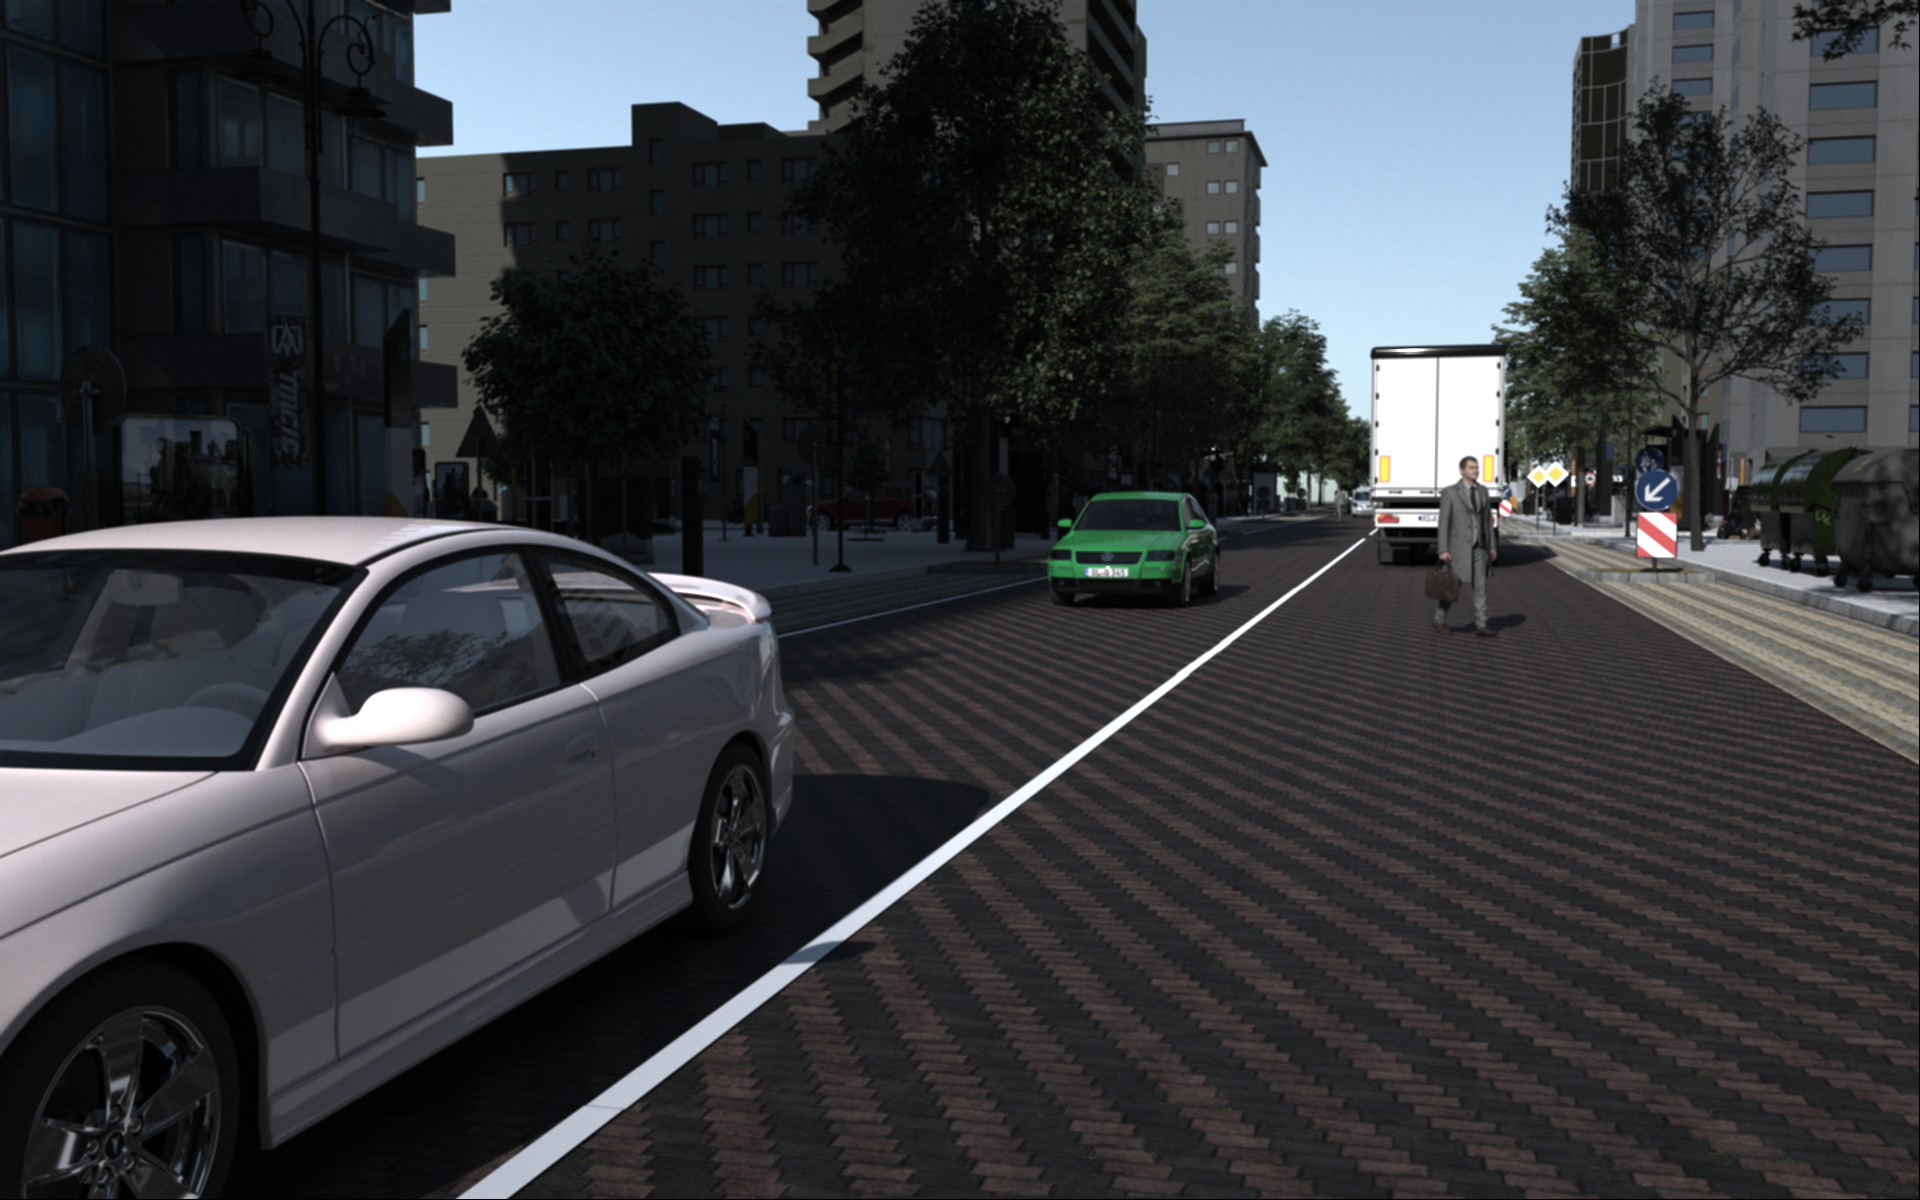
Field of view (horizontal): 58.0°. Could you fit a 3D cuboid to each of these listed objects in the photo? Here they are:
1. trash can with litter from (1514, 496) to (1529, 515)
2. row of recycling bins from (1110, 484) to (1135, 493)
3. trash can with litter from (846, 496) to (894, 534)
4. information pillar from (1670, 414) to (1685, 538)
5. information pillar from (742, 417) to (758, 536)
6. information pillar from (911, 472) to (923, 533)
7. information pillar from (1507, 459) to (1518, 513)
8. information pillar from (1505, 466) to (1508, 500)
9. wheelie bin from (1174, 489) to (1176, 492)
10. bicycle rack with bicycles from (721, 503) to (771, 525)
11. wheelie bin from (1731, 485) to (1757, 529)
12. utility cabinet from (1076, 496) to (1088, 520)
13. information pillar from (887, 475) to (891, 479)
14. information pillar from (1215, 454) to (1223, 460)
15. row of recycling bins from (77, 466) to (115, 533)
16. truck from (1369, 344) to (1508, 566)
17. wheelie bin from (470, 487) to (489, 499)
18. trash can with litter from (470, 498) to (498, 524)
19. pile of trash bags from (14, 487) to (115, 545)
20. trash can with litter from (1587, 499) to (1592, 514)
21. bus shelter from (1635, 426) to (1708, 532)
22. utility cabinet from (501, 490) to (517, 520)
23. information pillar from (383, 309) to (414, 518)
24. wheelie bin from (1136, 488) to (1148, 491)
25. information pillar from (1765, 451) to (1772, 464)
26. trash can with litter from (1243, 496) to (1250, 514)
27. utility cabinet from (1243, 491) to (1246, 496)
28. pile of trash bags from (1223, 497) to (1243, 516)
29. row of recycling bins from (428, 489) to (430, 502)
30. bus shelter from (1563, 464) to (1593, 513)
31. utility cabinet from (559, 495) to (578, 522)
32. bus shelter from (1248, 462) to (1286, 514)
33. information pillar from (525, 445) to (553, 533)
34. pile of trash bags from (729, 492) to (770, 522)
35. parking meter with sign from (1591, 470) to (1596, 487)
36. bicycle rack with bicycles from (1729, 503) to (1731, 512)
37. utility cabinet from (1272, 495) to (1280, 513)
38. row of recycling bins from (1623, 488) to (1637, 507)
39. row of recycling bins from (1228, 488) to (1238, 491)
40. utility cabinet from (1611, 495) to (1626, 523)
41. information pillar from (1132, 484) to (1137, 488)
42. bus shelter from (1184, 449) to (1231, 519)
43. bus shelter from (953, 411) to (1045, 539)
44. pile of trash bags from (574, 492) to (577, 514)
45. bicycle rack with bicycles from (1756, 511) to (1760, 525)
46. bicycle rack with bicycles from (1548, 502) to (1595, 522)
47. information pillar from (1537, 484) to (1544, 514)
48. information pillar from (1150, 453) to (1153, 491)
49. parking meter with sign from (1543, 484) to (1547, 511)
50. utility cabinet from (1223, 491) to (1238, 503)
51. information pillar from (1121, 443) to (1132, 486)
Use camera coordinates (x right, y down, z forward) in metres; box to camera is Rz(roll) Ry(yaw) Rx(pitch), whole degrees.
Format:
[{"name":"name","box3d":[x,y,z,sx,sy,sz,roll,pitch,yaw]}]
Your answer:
[{"name":"trash can with litter","box3d":[35.242,-5.930,108.345,1.055,1.170,0.624,0,4,1]},{"name":"row of recycling bins","box3d":[6.636,-3.874,70.445,1.069,1.692,3.534,0,4,3]},{"name":"trash can with litter","box3d":[-2.943,-2.773,56.398,1.678,1.210,2.233,-1,4,-12]},{"name":"information pillar","box3d":[20.914,-3.620,50.547,0.183,3.616,0.504,-1,4,-14]},{"name":"information pillar","box3d":[-6.367,-3.746,52.599,0.504,3.616,0.183,2,4,32]},{"name":"information pillar","box3d":[-1.434,-3.266,57.895,0.304,2.012,0.304,-1,4,-21]},{"name":"information pillar","box3d":[37.041,-7.610,115.780,0.504,3.616,0.183,-2,4,-25]},{"name":"information pillar","box3d":[39.161,-8.114,124.013,0.183,3.616,0.504,3,4,38]},{"name":"wheelie bin","box3d":[14.038,-6.529,114.652,0.980,1.594,0.693,-3,5,-45]},{"name":"bicycle rack with bicycles","box3d":[-8.860,-3.641,72.913,2.852,0.926,2.925,3,5,45]},{"name":"wheelie bin","box3d":[28.556,-3.362,62.878,0.980,1.594,0.693,0,4,-3]},{"name":"utility cabinet","box3d":[3.705,-2.550,52.852,0.306,1.237,1.020,1,4,8]},{"name":"information pillar","box3d":[-2.895,-3.833,67.165,0.304,2.012,0.304,-2,4,-30]},{"name":"information pillar","box3d":[14.369,-6.408,96.119,0.504,3.616,0.183,3,4,36]},{"name":"row of recycling bins","box3d":[-12.767,-1.203,26.787,1.069,1.692,3.534,-1,4,-13]},{"name":"truck","box3d":[10.609,-3.005,38.053,2.839,4.237,11.283,1,4,17]},{"name":"wheelie bin","box3d":[-22.559,-4.492,81.357,0.693,1.594,0.980,1,4,14]},{"name":"trash can with litter","box3d":[-11.654,-1.940,43.114,0.624,1.170,1.055,-3,4,-39]},{"name":"pile of trash bags","box3d":[-10.653,-0.761,22.201,1.912,1.369,3.447,1,4,13]},{"name":"trash can with litter","box3d":[40.327,-6.096,111.057,1.055,1.170,0.624,2,4,27]},{"name":"bus shelter","box3d":[25.475,-4.336,62.175,1.731,3.624,6.357,1,4,15]},{"name":"utility cabinet","box3d":[-21.915,-4.616,84.149,0.318,1.500,1.173,1,4,8]},{"name":"information pillar","box3d":[-7.038,-1.859,21.754,0.183,3.616,0.504,1,4,15]},{"name":"wheelie bin","box3d":[9.964,-5.343,95.262,0.980,1.594,0.693,1,4,17]},{"name":"information pillar","box3d":[43.793,-6.272,93.898,0.504,3.616,0.183,-3,4,-36]},{"name":"trash can with litter","box3d":[18.378,-6.175,112.347,0.624,1.170,1.055,2,4,29]},{"name":"utility cabinet","box3d":[18.917,-6.618,116.880,1.173,1.500,0.318,-2,4,-34]},{"name":"pile of trash bags","box3d":[14.865,-5.579,100.969,1.912,1.369,3.447,-3,5,-44]},{"name":"row of recycling bins","box3d":[-43.178,-8.404,144.525,1.069,1.692,3.534,3,4,39]},{"name":"bus shelter","box3d":[41.612,-7.561,117.543,2.014,3.302,5.546,1,4,15]},{"name":"utility cabinet","box3d":[-17.478,-4.061,77.553,1.020,1.237,0.306,3,4,36]},{"name":"bus shelter","box3d":[19.912,-7.248,112.425,2.014,3.302,5.546,1,4,15]},{"name":"information pillar","box3d":[-5.977,-1.230,24.607,0.304,2.012,0.304,-2,4,-35]},{"name":"pile of trash bags","box3d":[-9.474,-4.273,79.609,1.912,1.369,3.447,0,4,8]},{"name":"parking meter with sign","box3d":[45.476,-7.836,124.374,0.543,3.016,1.738,3,4,36]},{"name":"bicycle rack with bicycles","box3d":[30.877,-3.678,73.521,2.852,0.926,2.925,3,5,43]},{"name":"utility cabinet","box3d":[20.894,-6.406,115.896,1.020,1.237,0.306,-1,4,-11]},{"name":"row of recycling bins","box3d":[43.007,-6.362,111.135,1.069,1.692,3.534,2,4,23]},{"name":"row of recycling bins","box3d":[18.605,-7.020,121.889,1.069,1.692,3.534,-1,4,-17]},{"name":"utility cabinet","box3d":[29.063,-4.000,76.557,1.020,1.237,0.306,-3,5,-42]},{"name":"information pillar","box3d":[12.212,-7.133,121.119,0.304,2.012,0.304,0,4,-8]},{"name":"bus shelter","box3d":[13.282,-6.212,92.850,1.731,3.624,6.357,1,4,15]},{"name":"bus shelter","box3d":[1.400,-3.700,51.771,1.731,3.624,6.357,1,4,15]},{"name":"pile of trash bags","box3d":[-25.892,-6.751,120.137,1.912,1.369,3.447,2,4,33]},{"name":"bicycle rack with bicycles","box3d":[37.351,-3.976,78.389,2.925,0.926,2.852,-1,4,-17]},{"name":"bicycle rack with bicycles","box3d":[28.327,-4.040,79.434,2.925,0.926,2.852,1,4,9]},{"name":"information pillar","box3d":[36.691,-6.423,109.514,0.304,2.012,0.304,0,4,5]},{"name":"information pillar","box3d":[10.662,-6.431,96.502,0.183,3.616,0.504,0,4,-1]},{"name":"parking meter with sign","box3d":[44.302,-8.289,131.790,1.738,3.016,0.543,2,4,25]},{"name":"utility cabinet","box3d":[17.230,-6.242,110.734,1.173,1.500,0.318,2,4,24]},{"name":"information pillar","box3d":[7.152,-5.085,74.502,0.504,3.616,0.183,-2,4,-23]}]
